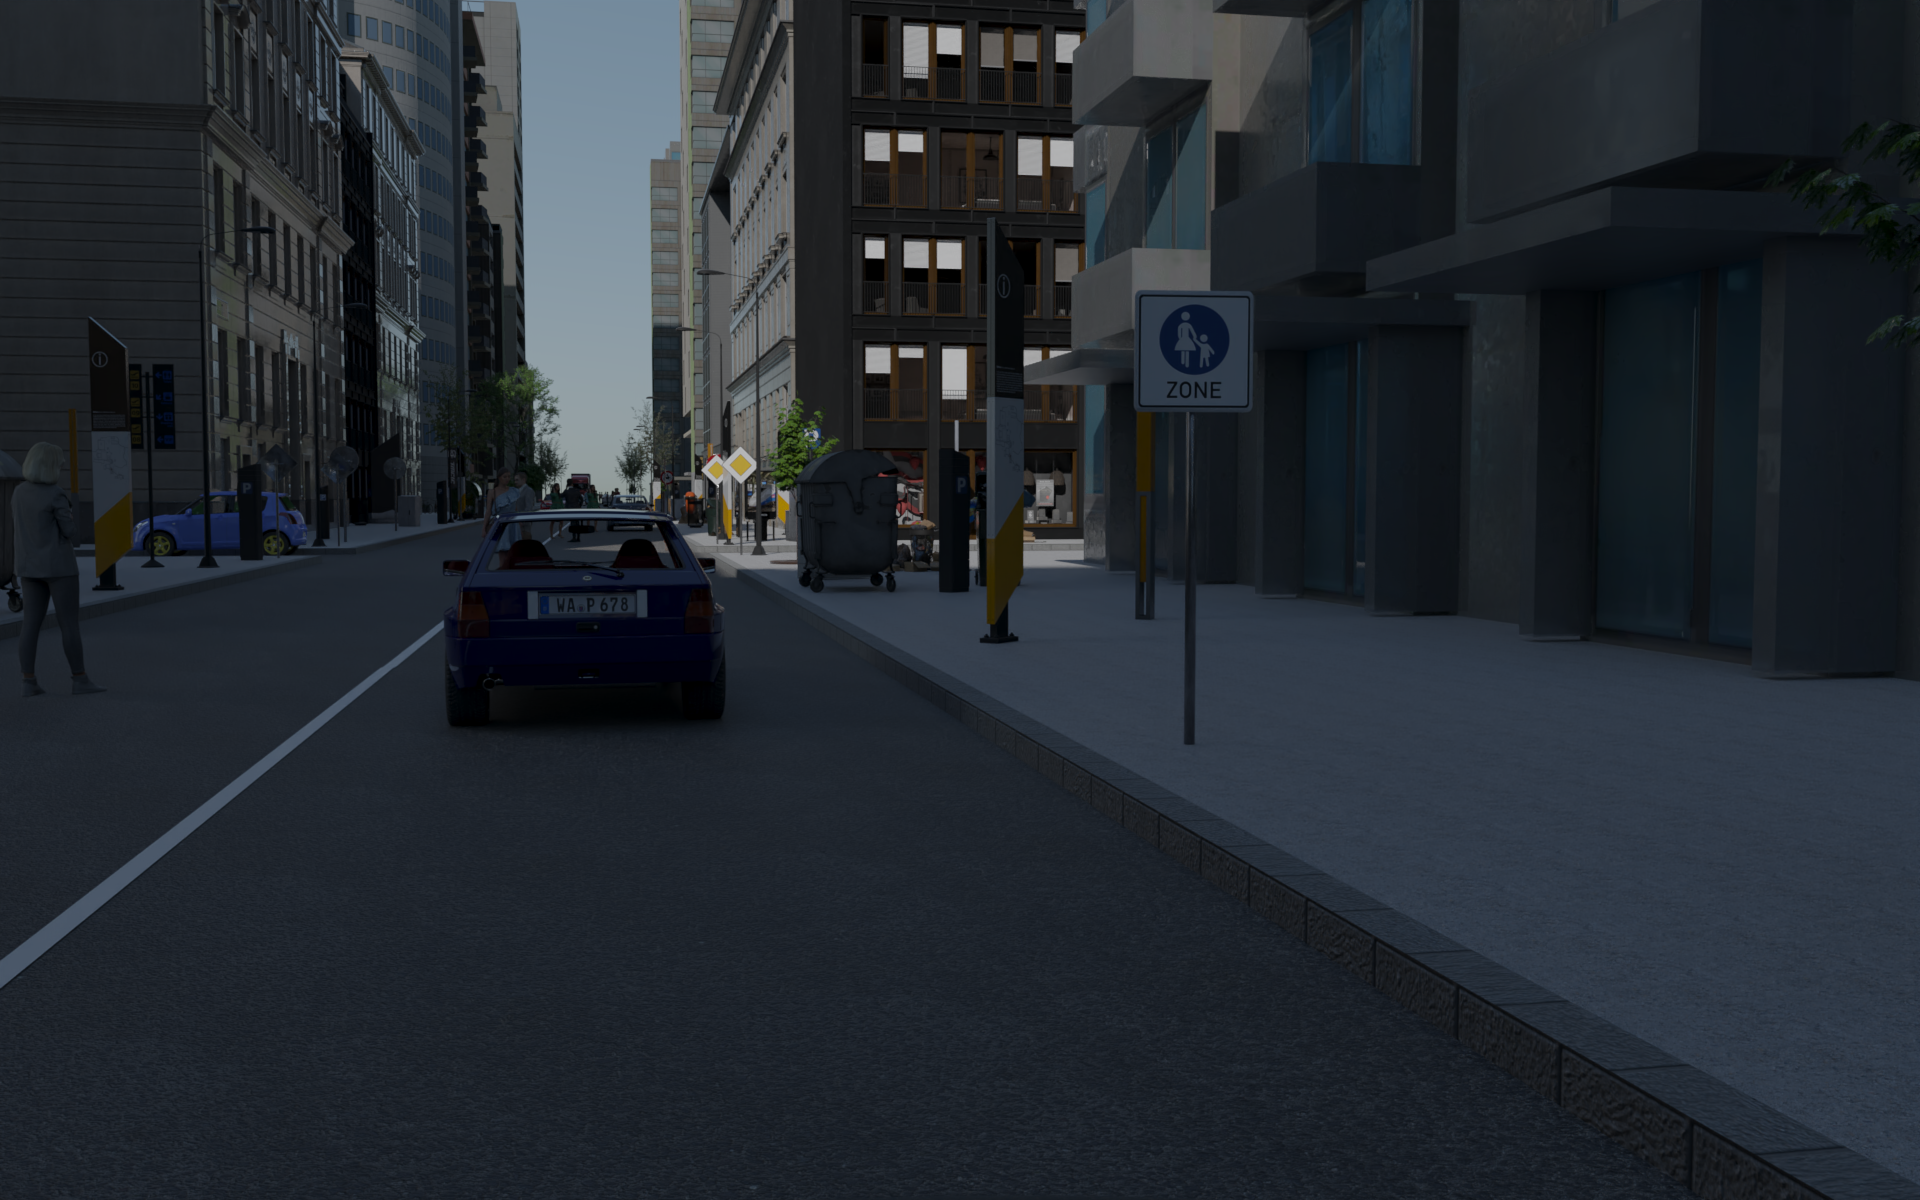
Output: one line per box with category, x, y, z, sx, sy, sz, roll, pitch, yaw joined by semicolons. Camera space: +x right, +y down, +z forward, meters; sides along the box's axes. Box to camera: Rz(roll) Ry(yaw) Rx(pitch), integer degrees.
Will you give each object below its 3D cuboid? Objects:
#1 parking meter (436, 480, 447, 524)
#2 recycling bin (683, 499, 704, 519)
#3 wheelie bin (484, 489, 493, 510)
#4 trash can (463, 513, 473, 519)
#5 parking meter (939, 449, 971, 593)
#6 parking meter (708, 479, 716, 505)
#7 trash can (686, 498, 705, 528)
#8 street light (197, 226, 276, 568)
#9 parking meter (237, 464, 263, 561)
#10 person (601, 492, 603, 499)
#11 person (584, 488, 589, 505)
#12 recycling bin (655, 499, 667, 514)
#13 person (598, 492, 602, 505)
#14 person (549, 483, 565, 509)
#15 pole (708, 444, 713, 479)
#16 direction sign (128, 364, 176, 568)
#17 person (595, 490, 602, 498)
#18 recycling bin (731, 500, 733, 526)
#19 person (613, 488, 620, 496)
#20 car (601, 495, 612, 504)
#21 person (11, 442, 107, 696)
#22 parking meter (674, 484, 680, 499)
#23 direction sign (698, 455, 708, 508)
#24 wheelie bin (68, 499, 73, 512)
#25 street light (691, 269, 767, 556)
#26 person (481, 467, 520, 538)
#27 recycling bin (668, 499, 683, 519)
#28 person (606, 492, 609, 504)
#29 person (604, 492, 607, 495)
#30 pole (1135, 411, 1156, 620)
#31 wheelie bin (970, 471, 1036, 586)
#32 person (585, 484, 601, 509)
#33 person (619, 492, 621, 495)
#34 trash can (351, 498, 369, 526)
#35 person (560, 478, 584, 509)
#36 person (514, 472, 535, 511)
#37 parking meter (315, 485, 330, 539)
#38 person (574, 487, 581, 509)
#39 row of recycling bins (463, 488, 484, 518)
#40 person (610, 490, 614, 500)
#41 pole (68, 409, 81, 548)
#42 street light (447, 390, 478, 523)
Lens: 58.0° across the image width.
parking meter;-22.118;-4.172;73.922;0.399;1.863;0.255;1;4;19
recycling bin;-13.814;-4.752;90.244;0.722;1.027;0.722;1;4;14
wheelie bin;-28.521;-5.973;105.573;0.980;1.594;0.693;-2;4;-27
trash can;-25.266;-4.718;88.785;0.748;1.137;0.748;0;3;0
parking meter;-0.069;-1.036;22.645;0.255;1.863;0.399;3;5;40
parking meter;-8.268;-3.213;58.248;0.399;1.863;0.255;3;5;41
trash can;-10.063;-3.318;65.905;0.748;1.137;0.748;0;3;0
street light;-12.567;-3.521;30.109;1.470;5.913;1.316;-1;4;-12
parking meter;-13.737;-1.700;33.504;0.399;1.863;0.255;0;4;5
person;-53.883;-15.345;259.925;0.750;1.759;0.617;2;4;28
person;-24.836;-6.556;115.552;0.638;1.841;0.748;2;4;28
recycling bin;-16.643;-5.164;96.978;0.722;1.027;0.722;0;4;7
person;-49.072;-13.847;235.609;1.217;1.736;0.721;3;4;36
person;-12.964;-2.869;55.663;0.529;1.795;0.600;2;4;34
pole;-10.092;-4.664;70.098;0.158;3.312;0.155;0;3;0
direction sign;-14.129;-2.337;30.205;0.876;3.537;0.379;0;4;-8
person;-36.129;-9.999;171.990;1.348;1.824;0.705;0;4;7
recycling bin;-9.483;-3.428;68.605;0.722;1.027;0.722;3;5;43
person;-21.348;-6.069;107.699;0.573;1.828;0.580;-3;5;-44
car;-49.190;-14.055;242.160;2.083;1.381;4.827;-1;4;-11
person;-6.530;-0.230;12.446;0.537;1.800;0.526;2;4;28
parking meter;-17.010;-6.006;103.912;0.399;1.863;0.255;-1;4;-13
direction sign;-14.873;-6.676;101.154;0.876;3.537;0.379;0;4;-2
wheelie bin;-15.064;-1.268;28.642;0.693;1.594;0.980;-2;4;-30
street light;-4.746;-3.883;36.021;1.470;5.913;1.316;-1;4;-12
person;-6.460;-0.968;24.427;0.616;1.811;0.778;-2;4;-28
recycling bin;-15.070;-4.913;92.888;0.722;1.027;0.722;0;4;8
person;-43.961;-12.622;215.580;0.721;1.736;1.217;0;4;-2
person;-54.641;-15.809;266.960;1.348;1.826;0.705;0;4;8
pole;1.894;-1.456;17.641;0.158;3.312;0.155;0;3;0
wheelie bin;0.572;-0.996;24.200;0.980;1.594;0.693;0;4;-3
person;-13.742;-3.427;64.773;0.529;1.795;0.600;3;5;40
person;-44.245;-13.178;224.756;0.445;1.727;0.742;-2;4;-30
trash can;-24.382;-3.594;70.419;0.748;1.137;0.748;0;3;0
person;-11.566;-2.675;51.593;0.474;1.900;0.648;3;4;38
person;-7.551;-1.307;29.984;0.853;1.813;0.709;-3;5;-40
parking meter;-18.126;-2.497;49.232;0.372;1.533;0.369;0;3;0
person;-22.304;-5.631;100.549;0.794;1.824;0.713;-2;4;-23
row of recycling bins;-26.063;-5.242;92.822;1.069;1.692;3.534;-1;4;-21
person;-29.109;-8.344;145.639;0.721;1.735;1.217;2;4;23
pole;-21.159;-2.908;41.384;0.158;3.312;0.155;0;3;0
street light;-22.121;-6.387;76.976;1.470;5.913;1.316;-1;4;-12
